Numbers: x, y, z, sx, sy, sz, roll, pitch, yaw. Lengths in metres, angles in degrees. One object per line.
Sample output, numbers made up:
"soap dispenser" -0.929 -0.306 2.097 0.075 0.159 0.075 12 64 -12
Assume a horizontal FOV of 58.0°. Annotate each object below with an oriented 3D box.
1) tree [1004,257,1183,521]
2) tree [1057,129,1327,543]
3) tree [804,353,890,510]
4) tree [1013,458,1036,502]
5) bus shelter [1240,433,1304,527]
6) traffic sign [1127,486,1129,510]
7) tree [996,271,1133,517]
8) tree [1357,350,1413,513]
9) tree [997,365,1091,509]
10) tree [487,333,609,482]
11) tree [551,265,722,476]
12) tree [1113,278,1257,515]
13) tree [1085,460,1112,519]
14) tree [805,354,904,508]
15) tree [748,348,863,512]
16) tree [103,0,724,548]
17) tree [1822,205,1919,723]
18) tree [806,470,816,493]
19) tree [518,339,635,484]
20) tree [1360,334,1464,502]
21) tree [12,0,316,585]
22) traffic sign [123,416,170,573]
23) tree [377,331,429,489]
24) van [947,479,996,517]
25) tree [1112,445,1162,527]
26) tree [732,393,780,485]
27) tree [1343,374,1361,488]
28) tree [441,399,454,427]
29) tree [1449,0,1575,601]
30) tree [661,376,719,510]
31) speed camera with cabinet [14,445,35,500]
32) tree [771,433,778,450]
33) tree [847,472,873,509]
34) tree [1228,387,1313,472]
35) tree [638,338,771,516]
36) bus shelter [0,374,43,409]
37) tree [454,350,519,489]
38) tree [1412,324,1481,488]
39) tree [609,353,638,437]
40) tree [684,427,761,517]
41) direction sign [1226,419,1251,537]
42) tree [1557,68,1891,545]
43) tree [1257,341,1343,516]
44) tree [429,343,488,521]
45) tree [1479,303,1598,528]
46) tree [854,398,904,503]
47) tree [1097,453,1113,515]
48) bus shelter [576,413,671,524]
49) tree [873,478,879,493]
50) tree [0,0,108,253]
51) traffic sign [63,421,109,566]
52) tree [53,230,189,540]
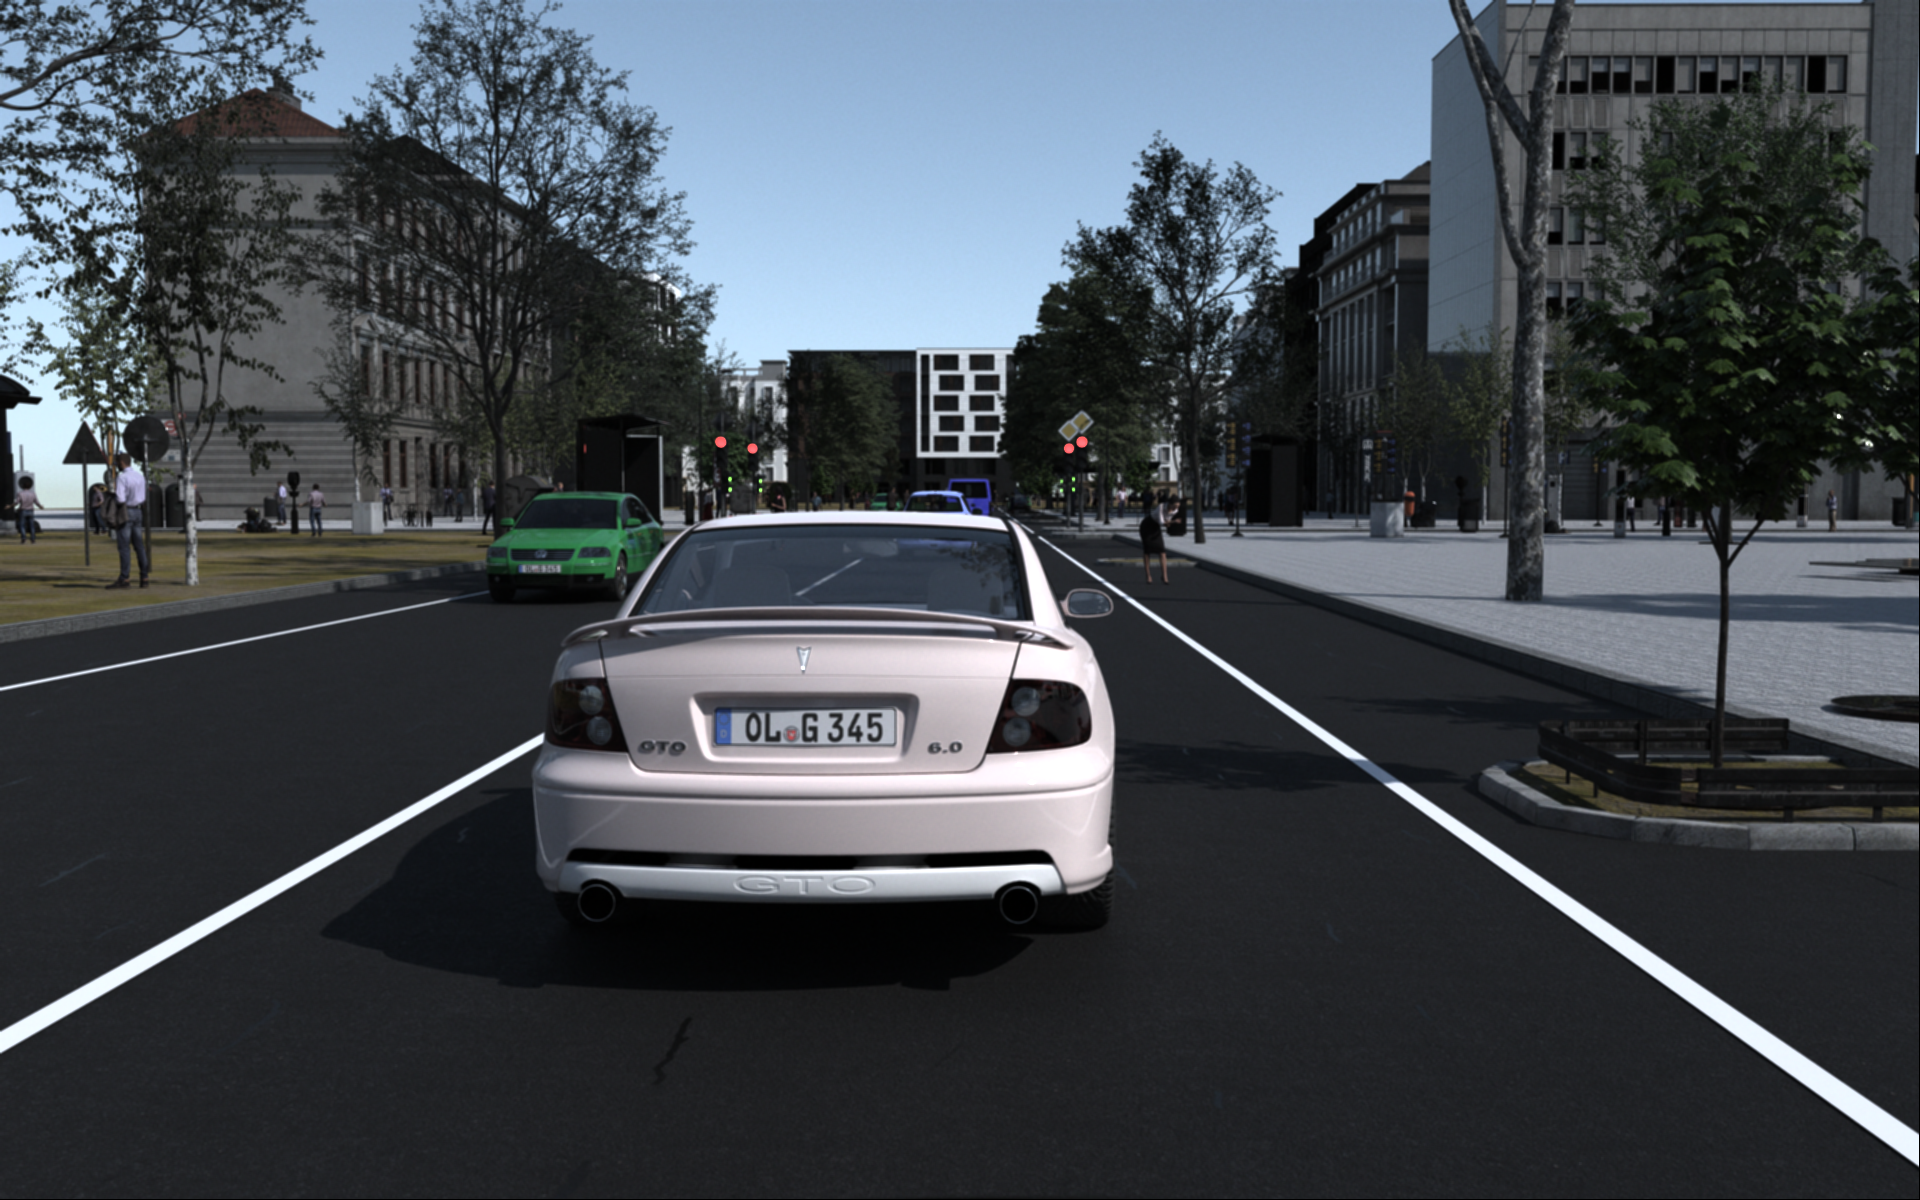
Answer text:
"tree" 6.788 -10.008 81.751 7.486 12.596 7.792 0 3 0
"tree" 5.920 -6.756 44.866 7.601 10.594 8.767 1 4 12
"tree" -9.168 -13.530 139.337 7.486 12.596 7.792 0 3 0
"tree" 7.800 -14.923 194.352 4.737 8.622 4.395 0 3 0
"bus shelter" 12.501 -4.801 69.782 1.731 3.624 6.357 0 4 1
"traffic sign" 12.322 -7.749 126.706 0.884 2.594 0.081 0 4 4
"tree" 5.949 -11.640 97.729 7.806 13.903 7.818 0 3 0
"tree" 21.853 -8.249 85.231 4.737 8.622 4.395 0 3 0
"tree" 7.663 -14.739 147.640 9.857 13.997 8.962 0 3 0
"tree" -18.170 -7.724 76.652 4.360 8.622 3.978 0 3 0
"tree" -17.851 -11.534 95.242 9.857 13.997 8.962 0 3 0
"tree" 7.191 -6.468 56.112 4.360 8.622 3.978 0 3 0
"tree" 7.234 -5.758 88.748 1.663 3.219 1.824 0 3 0
"tree" -9.993 -15.446 159.202 9.857 13.997 8.962 0 3 0
"tree" -9.983 -10.842 111.685 8.767 10.594 7.601 1 4 11
"tree" -11.065 -8.008 41.293 12.009 13.543 11.850 0 3 0
"tree" 5.777 -0.948 10.095 1.663 3.219 1.824 0 3 0
"tree" -9.963 -7.768 121.602 1.663 3.219 1.824 0 3 0
"tree" -17.533 -8.023 81.535 4.737 8.622 4.395 0 3 0
"tree" 21.074 -7.857 78.818 4.360 8.622 3.978 0 3 0
"tree" -10.795 -4.497 23.896 4.360 8.622 3.978 0 3 0
"traffic sign" -13.211 -1.714 28.131 0.768 2.556 0.104 0 4 1
"tree" -25.789 -7.601 74.641 4.360 8.622 3.978 0 3 0
"van" 0.397 -4.155 72.317 2.240 2.365 5.245 0 4 1
"tree" 7.211 -4.539 68.807 1.663 3.219 1.824 0 3 0
"tree" -15.472 -10.835 127.520 4.737 8.622 4.395 0 3 0
"tree" 21.950 -9.154 100.037 4.360 8.622 3.978 0 3 0
"tree" -25.843 -8.832 94.766 4.737 8.622 4.395 0 3 0
"tree" 6.462 -10.145 21.768 12.611 20.169 13.585 0 3 0
"tree" -22.113 -12.895 136.596 9.928 11.665 9.643 0 3 0
"speed camera with cabinet" -37.975 -4.558 68.860 2.038 3.252 0.660 -3 5 -43
"tree" -14.807 -10.424 120.798 4.360 8.622 3.978 0 3 0
"tree" -8.898 -9.508 150.063 1.663 3.219 1.824 0 3 0
"tree" 19.972 -9.754 109.840 4.737 8.622 4.395 0 3 0
"tree" -11.974 -8.011 81.342 4.360 8.622 3.978 0 3 0
"bus shelter" -16.168 -1.954 25.877 2.014 3.302 5.546 0 4 1
"tree" -22.296 -8.380 87.379 4.737 8.622 4.395 0 3 0
"tree" 21.906 -7.497 72.931 4.737 8.622 4.395 0 3 0
"tree" -15.830 -8.342 86.755 4.360 8.622 3.978 0 3 0
"tree" -10.491 -5.684 76.654 4.285 4.588 4.351 0 3 0
"direction sign" 8.409 -3.693 52.373 0.876 3.537 0.379 -2 4 -24
"tree" 19.441 -7.231 43.975 9.928 11.665 9.643 0 3 0
"tree" 14.918 -8.031 81.662 4.360 8.622 3.978 0 3 0
"tree" -23.276 -8.055 82.060 4.360 8.622 3.978 0 3 0
"tree" 22.675 -7.055 65.710 4.737 8.622 4.395 0 3 0
"tree" -9.313 -15.915 182.268 6.751 12.117 7.091 0 3 0
"tree" 9.565 -9.524 106.079 4.360 8.622 3.978 0 3 0
"bus shelter" -10.309 -3.802 53.442 1.731 3.624 6.357 0 4 0
"tree" -8.789 -10.836 171.776 1.663 3.219 1.824 0 3 0
"tree" -11.367 -6.394 14.914 12.009 13.543 11.850 0 3 0
"traffic sign" -15.558 -1.884 30.813 0.884 2.594 0.081 0 4 8
"tree" -23.629 -5.981 48.147 4.737 8.622 4.395 0 3 0
